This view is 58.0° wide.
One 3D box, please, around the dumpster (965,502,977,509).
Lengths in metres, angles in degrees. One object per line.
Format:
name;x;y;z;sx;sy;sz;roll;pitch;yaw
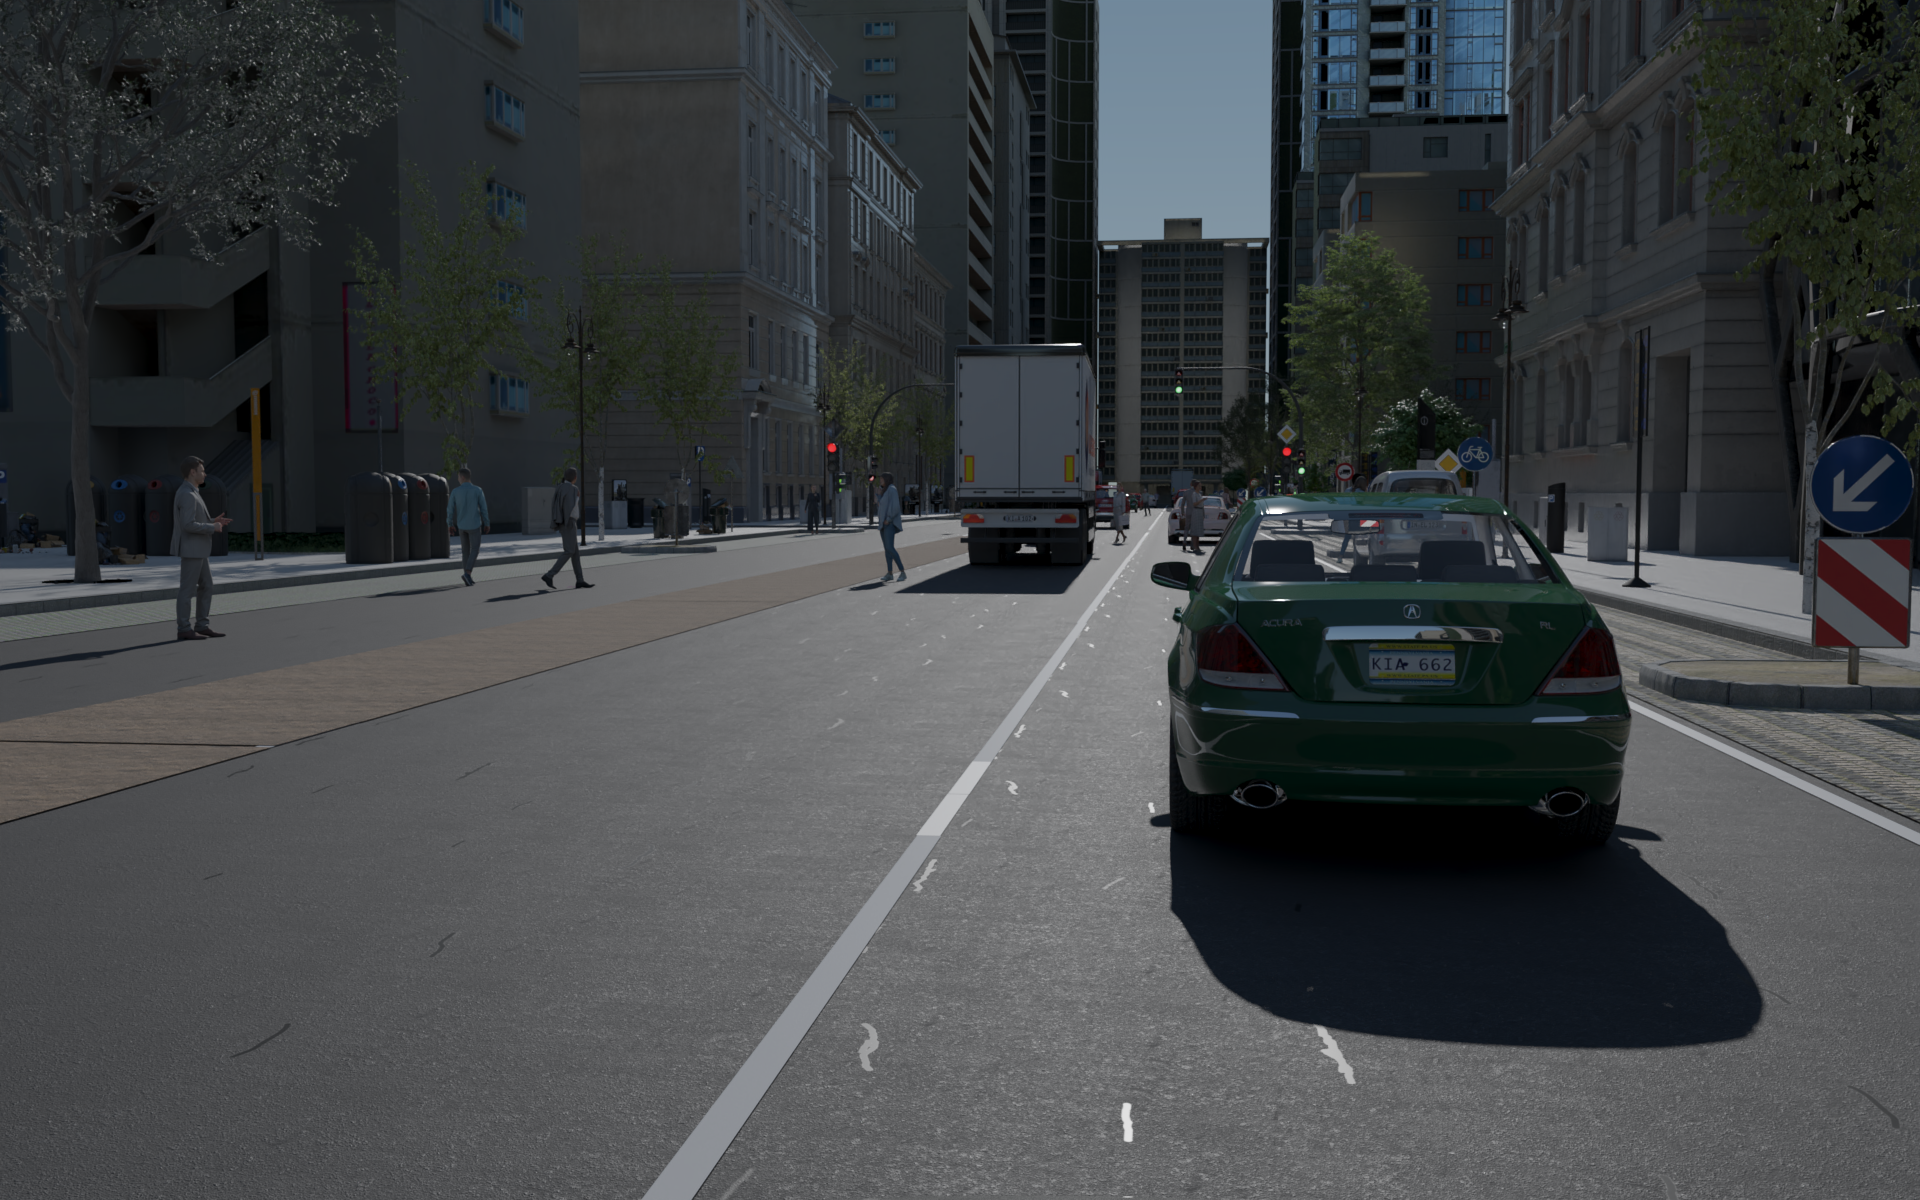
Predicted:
dumpster;0.537;-7.357;122.779;1.502;2.255;1.985;0;4;7

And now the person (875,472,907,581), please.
person;-1.144;-1.225;28.792;0.793;1.790;0.793;3;4;37

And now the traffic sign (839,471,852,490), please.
traffic sign;-5.176;-4.659;78.307;0.606;2.300;0.079;1;4;11

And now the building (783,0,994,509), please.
building;-8.636;-32.704;158.410;21.300;48.544;21.600;0;4;7

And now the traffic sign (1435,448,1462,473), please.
traffic sign;12.296;-2.598;43.661;0.795;2.450;0.064;1;4;15

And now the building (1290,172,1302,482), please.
building;36.997;-23.561;156.920;14.160;30.474;14.107;0;4;7

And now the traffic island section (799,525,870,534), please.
traffic island section;-4.686;-2.555;64.056;2.009;0.180;2.903;0;4;7

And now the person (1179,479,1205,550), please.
person;5.984;-2.204;44.661;0.709;1.813;0.853;1;4;19

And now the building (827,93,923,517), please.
building;-10.214;-19.006;108.018;12.463;27.353;25.104;0;4;7

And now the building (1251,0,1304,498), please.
building;45.119;-46.807;203.547;20.563;71.187;20.611;0;4;7

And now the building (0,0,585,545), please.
building;-25.518;-26.256;52.986;21.600;48.544;21.300;0;4;7

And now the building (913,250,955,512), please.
building;-7.493;-18.047;131.220;11.583;22.565;21.152;0;4;7

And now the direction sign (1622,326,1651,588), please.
direction sign;9.342;-1.946;23.810;0.379;3.537;0.876;1;4;10

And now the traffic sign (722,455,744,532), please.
traffic sign;-7.671;-3.559;58.188;0.884;2.594;0.081;1;4;15

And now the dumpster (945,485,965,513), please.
dumpster;-0.331;-6.764;116.355;1.264;1.857;1.865;0;4;7

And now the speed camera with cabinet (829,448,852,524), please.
speed camera with cabinet;-5.193;-4.943;75.160;0.660;3.252;2.038;1;4;9

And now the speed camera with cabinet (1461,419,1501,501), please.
speed camera with cabinet;13.912;-3.186;46.427;0.660;3.252;2.038;0;4;2

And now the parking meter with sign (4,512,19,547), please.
parking meter with sign;-23.703;-2.821;42.392;1.738;3.016;0.543;2;4;31

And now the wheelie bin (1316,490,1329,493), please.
wheelie bin;19.170;-5.135;91.861;0.980;1.594;0.693;0;4;-5

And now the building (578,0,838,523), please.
building;-14.477;-18.337;85.708;13.634;28.700;20.117;0;4;7

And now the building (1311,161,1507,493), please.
building;36.713;-15.959;105.975;27.650;21.520;28.899;0;4;7

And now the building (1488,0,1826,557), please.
building;22.676;-15.759;45.057;14.401;28.519;23.554;0;4;7

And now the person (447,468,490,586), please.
person;-7.761;-1.151;27.175;0.638;1.841;0.748;1;4;9

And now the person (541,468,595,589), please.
person;-5.927;-1.077;26.207;0.850;1.850;0.679;-2;4;-28

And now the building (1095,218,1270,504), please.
building;31.551;-33.934;246.704;23.993;40.220;32.217;0;4;7

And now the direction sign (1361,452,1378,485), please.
direction sign;21.962;-6.176;92.967;0.876;3.537;0.379;0;4;-6

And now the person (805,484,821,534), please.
person;-5.191;-3.196;61.168;0.576;1.772;0.534;-1;4;-12

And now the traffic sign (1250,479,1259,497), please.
traffic sign;24.106;-8.669;141.838;0.768;2.556;0.104;0;4;8

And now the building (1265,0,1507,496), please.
building;58.105;-56.474;236.027;31.000;86.520;22.319;0;4;7

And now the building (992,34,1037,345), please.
building;-5.777;-37.773;206.820;27.495;52.752;28.713;0;4;7

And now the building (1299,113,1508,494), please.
building;34.573;-22.259;135.642;14.160;30.474;14.107;0;4;7

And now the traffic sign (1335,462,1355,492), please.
traffic sign;15.480;-4.258;69.720;0.768;2.556;0.104;1;4;17

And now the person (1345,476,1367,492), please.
person;8.073;-1.640;35.587;0.793;1.790;0.793;0;4;2

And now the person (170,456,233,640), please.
person;-7.480;-0.514;17.104;0.583;1.804;0.606;-2;4;-28

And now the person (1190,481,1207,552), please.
person;6.006;-2.091;43.251;0.524;1.755;0.480;2;4;30

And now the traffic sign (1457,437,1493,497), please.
traffic sign;11.469;-2.356;38.632;0.768;2.556;0.104;1;4;11

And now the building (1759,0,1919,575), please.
building;21.243;-9.635;24.977;16.820;18.784;16.811;0;4;7

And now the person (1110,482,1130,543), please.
person;4.721;-2.568;50.843;0.624;1.780;0.694;-1;4;-23

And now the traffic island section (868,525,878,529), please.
traffic island section;-3.699;-3.040;71.980;2.009;0.180;2.903;0;4;7

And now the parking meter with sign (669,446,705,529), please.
parking meter with sign;-10.172;-4.087;63.086;1.738;3.016;0.543;2;4;24

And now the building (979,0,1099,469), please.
building;8.605;-49.157;241.965;20.611;71.187;20.563;0;4;7
